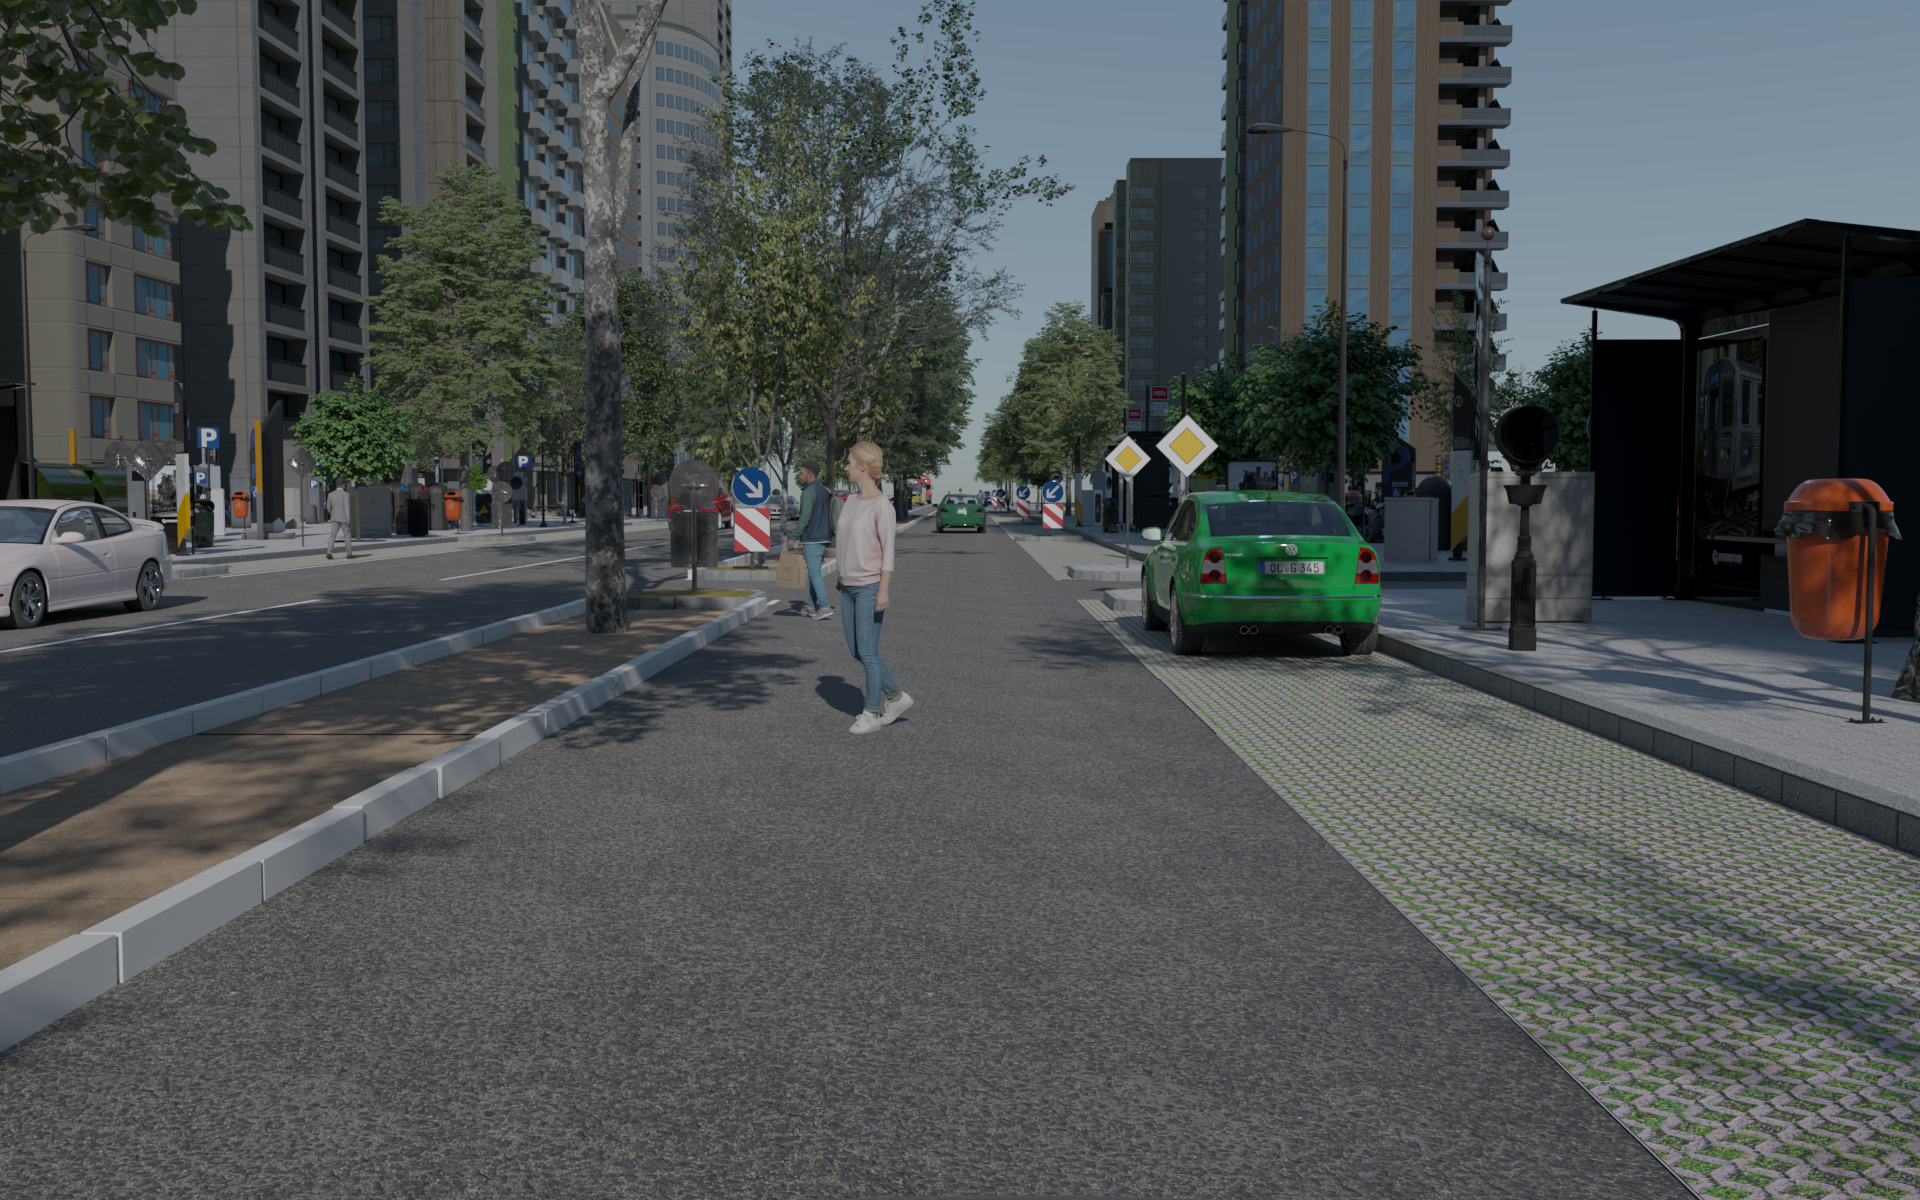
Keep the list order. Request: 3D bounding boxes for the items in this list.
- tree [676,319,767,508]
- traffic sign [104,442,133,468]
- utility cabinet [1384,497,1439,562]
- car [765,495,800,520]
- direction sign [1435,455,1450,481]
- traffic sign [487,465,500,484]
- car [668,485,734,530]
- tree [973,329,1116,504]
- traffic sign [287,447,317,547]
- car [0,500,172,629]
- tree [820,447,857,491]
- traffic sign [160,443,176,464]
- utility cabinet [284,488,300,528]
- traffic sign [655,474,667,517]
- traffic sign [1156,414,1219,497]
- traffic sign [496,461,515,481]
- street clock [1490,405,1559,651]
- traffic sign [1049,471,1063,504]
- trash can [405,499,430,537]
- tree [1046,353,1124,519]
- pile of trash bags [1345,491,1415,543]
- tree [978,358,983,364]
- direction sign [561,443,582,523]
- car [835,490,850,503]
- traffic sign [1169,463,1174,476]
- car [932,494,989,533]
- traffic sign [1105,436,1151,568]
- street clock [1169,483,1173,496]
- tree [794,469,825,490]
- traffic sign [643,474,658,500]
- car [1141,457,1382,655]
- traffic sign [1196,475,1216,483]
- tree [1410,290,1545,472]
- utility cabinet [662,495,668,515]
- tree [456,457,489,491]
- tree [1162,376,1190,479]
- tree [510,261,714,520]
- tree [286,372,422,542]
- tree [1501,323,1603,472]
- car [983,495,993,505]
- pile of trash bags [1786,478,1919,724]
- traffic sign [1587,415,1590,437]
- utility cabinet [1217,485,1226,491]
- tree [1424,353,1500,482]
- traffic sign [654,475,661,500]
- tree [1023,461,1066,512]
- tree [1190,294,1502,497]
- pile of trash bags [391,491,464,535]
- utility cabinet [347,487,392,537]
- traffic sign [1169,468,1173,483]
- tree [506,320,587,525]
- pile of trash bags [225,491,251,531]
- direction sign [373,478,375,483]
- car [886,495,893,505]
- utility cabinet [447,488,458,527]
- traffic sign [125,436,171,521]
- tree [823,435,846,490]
[{"bbox_3d":[-16.261,-13.204,122.534,9.857,13.997,8.962,0,3,0],"label":"tree"},{"bbox_3d":[-20.425,-2.567,42.078,0.768,2.556,0.104,0,4,6],"label":"traffic sign"},{"bbox_3d":[8.582,-1.332,32.940,0.306,1.237,1.020,-3,5,-42],"label":"utility cabinet"},{"bbox_3d":[-9.937,-5.133,96.294,2.083,1.381,4.827,0,4,0],"label":"car"},{"bbox_3d":[27.955,-6.625,100.317,0.876,3.537,0.379,2,4,32],"label":"direction sign"},{"bbox_3d":[-20.693,-4.711,77.125,0.768,2.556,0.104,0,4,4],"label":"traffic sign"},{"bbox_3d":[-10.422,-3.748,69.950,2.281,1.827,5.304,0,4,1],"label":"car"},{"bbox_3d":[6.434,-12.267,117.574,9.611,12.733,9.660,0,3,0],"label":"tree"},{"bbox_3d":[-16.010,-2.505,42.143,0.795,2.450,0.064,1,4,9],"label":"traffic sign"},{"bbox_3d":[-10.808,-0.459,19.864,2.083,1.381,4.827,0,4,0],"label":"car"},{"bbox_3d":[-16.191,-20.543,252.880,9.611,12.733,9.660,0,3,0],"label":"tree"},{"bbox_3d":[-19.720,-2.637,43.226,0.768,2.556,0.104,0,4,1],"label":"traffic sign"},{"bbox_3d":[-25.051,-3.404,64.327,1.173,1.500,0.318,2,4,25],"label":"utility cabinet"},{"bbox_3d":[-16.384,-5.804,95.004,0.768,2.556,0.104,0,4,8],"label":"traffic sign"},{"bbox_3d":[2.865,-1.118,21.928,0.795,2.450,0.064,0,4,0],"label":"traffic sign"},{"bbox_3d":[-17.678,-4.116,67.395,0.768,2.556,0.104,0,4,8],"label":"traffic sign"},{"bbox_3d":[4.619,-0.587,14.171,0.471,2.002,0.358,0,4,6],"label":"street clock"},{"bbox_3d":[5.243,-5.810,95.098,0.768,2.556,0.104,0,4,3],"label":"traffic sign"},{"bbox_3d":[-16.287,-2.469,52.027,0.748,1.137,0.748,0,3,0],"label":"trash can"},{"bbox_3d":[6.180,-8.552,90.193,4.737,8.622,4.395,0,3,0],"label":"tree"},{"bbox_3d":[11.143,-2.270,46.863,1.912,1.369,3.447,-1,4,-10],"label":"pile of trash bags"},{"bbox_3d":[-3.261,-11.171,91.763,9.857,13.997,8.962,0,3,0],"label":"tree"},{"bbox_3d":[-17.152,-5.171,76.542,0.876,3.537,0.379,0,4,0],"label":"direction sign"},{"bbox_3d":[-10.261,-8.495,147.565,2.281,1.827,5.304,0,4,-1],"label":"car"},{"bbox_3d":[8.023,-4.151,67.978,0.768,2.556,0.104,0,4,1],"label":"traffic sign"},{"bbox_3d":[0.026,-3.229,64.595,2.131,1.459,4.920,0,4,-1],"label":"car"},{"bbox_3d":[2.894,-1.607,29.913,0.795,2.450,0.064,0,4,0],"label":"traffic sign"},{"bbox_3d":[8.614,-4.130,72.096,0.471,2.002,0.358,-1,4,-20],"label":"street clock"},{"bbox_3d":[-15.810,-12.164,182.590,4.285,4.588,4.351,0,3,0],"label":"tree"},{"bbox_3d":[-18.042,-6.184,101.115,0.884,2.594,0.081,0,4,3],"label":"traffic sign"},{"bbox_3d":[2.787,-0.484,16.713,1.959,1.807,4.718,0,4,0],"label":"car"},{"bbox_3d":[8.544,-3.696,54.302,2.265,3.308,0.079,0,4,6],"label":"traffic sign"},{"bbox_3d":[18.178,-6.810,61.699,4.737,8.622,4.395,0,3,0],"label":"tree"},{"bbox_3d":[-17.908,-5.753,105.217,0.306,1.237,1.020,1,4,19],"label":"utility cabinet"},{"bbox_3d":[-24.821,-5.782,89.138,1.663,3.219,1.824,0,3,0],"label":"tree"},{"bbox_3d":[6.091,-3.412,39.499,4.285,4.588,4.351,0,3,0],"label":"tree"},{"bbox_3d":[-16.897,-10.297,85.362,9.611,12.733,9.660,0,3,0],"label":"tree"},{"bbox_3d":[-16.346,-3.860,46.827,4.285,4.588,4.351,0,3,0],"label":"tree"},{"bbox_3d":[12.143,-3.037,33.376,4.285,4.588,4.351,0,3,0],"label":"tree"},{"bbox_3d":[3.436,-10.915,191.034,1.945,1.354,3.894,0,4,1],"label":"car"},{"bbox_3d":[6.395,-0.031,10.260,3.447,1.369,1.912,-1,4,-14],"label":"pile of trash bags"},{"bbox_3d":[8.664,-1.398,22.960,0.768,2.556,0.104,0,4,1],"label":"traffic sign"},{"bbox_3d":[6.907,-2.142,43.701,1.173,1.500,0.318,3,4,38],"label":"utility cabinet"},{"bbox_3d":[26.424,-8.653,91.833,4.360,8.622,3.978,0,3,0],"label":"tree"},{"bbox_3d":[-17.871,-6.299,103.099,0.768,2.556,0.104,0,4,3],"label":"traffic sign"},{"bbox_3d":[6.262,-8.800,127.590,4.285,4.588,4.351,0,3,0],"label":"tree"},{"bbox_3d":[6.167,-2.748,28.650,4.285,4.588,4.351,0,3,0],"label":"tree"},{"bbox_3d":[-17.407,-2.775,55.129,3.447,1.369,1.912,1,4,10],"label":"pile of trash bags"},{"bbox_3d":[-17.376,-2.586,50.968,1.173,1.500,0.318,-2,4,-29],"label":"utility cabinet"},{"bbox_3d":[7.928,-3.959,66.862,0.606,2.300,0.079,1,4,8],"label":"traffic sign"},{"bbox_3d":[-16.879,-7.484,72.726,4.360,8.622,3.978,0,3,0],"label":"tree"},{"bbox_3d":[-28.236,-3.468,66.453,3.447,1.369,1.912,-1,4,-9],"label":"pile of trash bags"},{"bbox_3d":[-26.258,-5.237,77.616,0.379,3.537,0.876,0,4,-3],"label":"direction sign"},{"bbox_3d":[-6.861,-9.389,166.087,1.945,1.354,3.894,0,3,0],"label":"car"},{"bbox_3d":[-19.791,-3.518,66.199,1.173,1.500,0.318,1,4,12],"label":"utility cabinet"},{"bbox_3d":[-14.050,-1.612,29.995,0.795,2.450,0.064,0,4,0],"label":"traffic sign"},{"bbox_3d":[-15.391,-17.477,220.168,8.767,10.594,7.601,2,4,28],"label":"tree"}]
